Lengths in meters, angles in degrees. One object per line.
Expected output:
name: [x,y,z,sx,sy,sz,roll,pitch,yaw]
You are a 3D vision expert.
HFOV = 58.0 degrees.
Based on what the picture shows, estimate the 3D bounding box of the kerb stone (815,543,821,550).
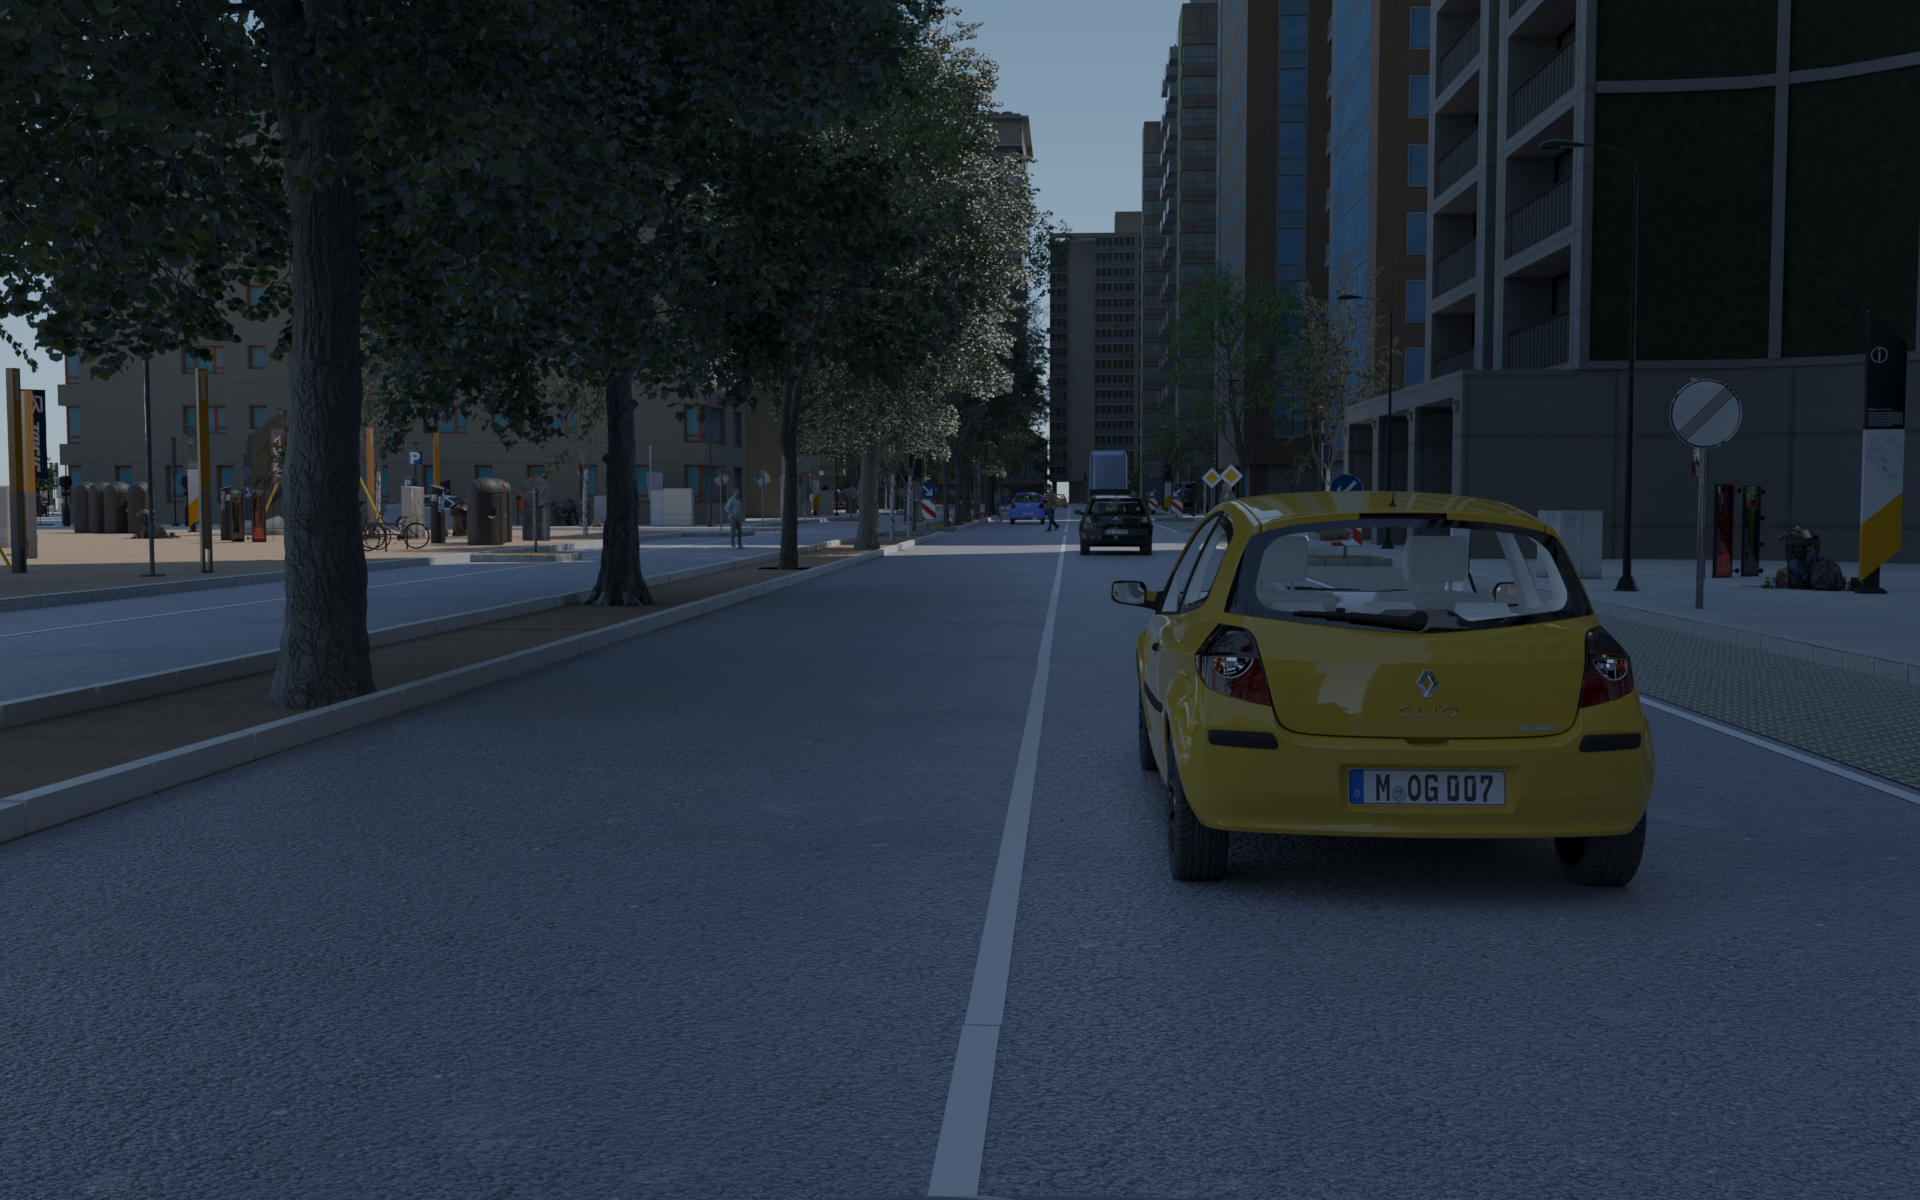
kerb stone: [-3.705,-1.317,43.733,0.120,0.150,1.000,0,4,4]

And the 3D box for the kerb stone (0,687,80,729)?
kerb stone: [-5.840,0.683,11.021,0.120,0.150,1.000,0,4,4]

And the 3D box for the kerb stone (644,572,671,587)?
kerb stone: [-4.788,-0.317,27.378,0.120,0.150,1.000,0,4,4]

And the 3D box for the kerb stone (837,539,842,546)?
kerb stone: [-3.448,-1.567,47.819,0.120,0.150,1.000,0,4,4]

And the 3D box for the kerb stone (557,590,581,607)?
kerb stone: [-5.107,0.005,22.258,0.120,0.150,1.000,0,4,4]

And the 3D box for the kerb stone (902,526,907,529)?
kerb stone: [-2.091,-2.851,68.814,0.120,0.150,1.000,0,4,4]

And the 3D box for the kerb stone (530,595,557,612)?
kerb stone: [-5.177,0.059,21.238,0.120,0.150,1.000,0,4,4]

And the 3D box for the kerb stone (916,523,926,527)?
kerb stone: [-1.688,-3.227,74.962,0.120,0.150,1.000,0,4,4]

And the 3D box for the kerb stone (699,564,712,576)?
kerb stone: [-4.578,-0.505,30.450,0.120,0.150,1.000,0,4,4]

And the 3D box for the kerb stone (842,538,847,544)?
kerb stone: [-3.382,-1.627,48.839,0.120,0.150,1.000,0,4,4]

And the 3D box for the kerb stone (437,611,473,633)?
kerb stone: [-5.370,0.247,18.177,0.120,0.150,1.000,0,4,4]

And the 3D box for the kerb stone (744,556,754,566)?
kerb stone: [-4.310,-0.751,34.546,0.120,0.150,1.000,0,4,4]

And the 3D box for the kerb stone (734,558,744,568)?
kerb stone: [-4.379,-0.689,33.513,0.120,0.150,1.000,0,4,4]

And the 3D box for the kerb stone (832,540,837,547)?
kerb stone: [-3.524,-1.503,46.797,0.120,0.150,1.000,0,4,4]

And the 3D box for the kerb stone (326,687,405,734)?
kerb stone: [-3.745,0.694,10.841,0.120,0.150,1.000,0,4,4]

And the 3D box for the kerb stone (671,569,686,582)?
kerb stone: [-4.705,-0.374,28.397,0.120,0.150,1.000,0,4,4]

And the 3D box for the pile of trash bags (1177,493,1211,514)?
pile of trash bags: [15.026,-6.282,112.470,1.912,1.369,3.447,-1,4,-22]

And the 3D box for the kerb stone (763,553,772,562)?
kerb stone: [-4.174,-0.880,36.585,0.120,0.150,1.000,0,4,4]

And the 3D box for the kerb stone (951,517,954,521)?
kerb stone: [-0.362,-4.476,95.480,0.120,0.150,1.000,0,4,4]

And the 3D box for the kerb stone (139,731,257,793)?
kerb stone: [-3.881,0.819,8.798,0.120,0.150,1.000,0,4,4]

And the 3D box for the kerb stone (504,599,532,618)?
kerb stone: [-5.246,0.125,20.217,0.120,0.150,1.000,0,4,4]

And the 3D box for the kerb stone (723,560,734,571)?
kerb stone: [-4.442,-0.627,32.493,0.120,0.150,1.000,0,4,4]

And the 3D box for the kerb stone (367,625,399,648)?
kerb stone: [-5.506,0.374,16.138,0.120,0.150,1.000,0,4,4]

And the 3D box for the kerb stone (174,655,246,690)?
kerb stone: [-5.700,0.559,13.063,0.120,0.150,1.000,0,4,4]

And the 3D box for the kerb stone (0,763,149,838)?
kerb stone: [-3.944,0.882,7.774,0.120,0.150,1.000,0,4,4]

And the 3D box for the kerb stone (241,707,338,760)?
kerb stone: [-3.812,0.757,9.821,0.120,0.150,1.000,0,4,4]

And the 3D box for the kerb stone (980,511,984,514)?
kerb stone: [1.764,-6.484,128.208,0.120,0.150,1.000,0,4,4]

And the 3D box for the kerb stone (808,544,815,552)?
kerb stone: [-3.781,-1.250,42.714,0.120,0.150,1.000,0,4,4]

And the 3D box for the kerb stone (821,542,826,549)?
kerb stone: [-3.649,-1.378,44.753,0.120,0.150,1.000,0,4,4]

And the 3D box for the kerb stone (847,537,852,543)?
kerb stone: [-3.316,-1.691,49.859,0.120,0.150,1.000,0,4,4]

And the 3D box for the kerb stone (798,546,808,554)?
kerb stone: [-3.849,-1.190,41.694,0.120,0.150,1.000,0,4,4]

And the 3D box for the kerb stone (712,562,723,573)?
kerb stone: [-4.506,-0.567,31.473,0.120,0.150,1.000,0,4,4]

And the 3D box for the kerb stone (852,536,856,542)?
kerb stone: [-3.250,-1.750,50.890,0.120,0.150,1.000,0,4,4]

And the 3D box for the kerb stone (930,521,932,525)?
kerb stone: [-1.490,-3.415,78.025,0.120,0.150,1.000,0,4,4]

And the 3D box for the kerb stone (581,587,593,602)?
kerb stone: [-5.041,-0.063,23.290,0.120,0.150,1.000,0,4,4]

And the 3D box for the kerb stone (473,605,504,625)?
kerb stone: [-5.306,0.188,19.197,0.120,0.150,1.000,0,4,4]

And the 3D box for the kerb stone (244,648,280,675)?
kerb stone: [-5.639,0.496,14.092,0.120,0.150,1.000,0,4,4]

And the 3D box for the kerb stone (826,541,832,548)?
kerb stone: [-3.585,-1.441,45.776,0.120,0.150,1.000,0,4,4]

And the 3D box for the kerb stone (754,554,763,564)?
kerb stone: [-4.241,-0.815,35.565,0.120,0.150,1.000,0,4,4]

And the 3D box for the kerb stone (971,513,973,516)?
kerb stone: [0.971,-5.731,115.927,0.120,0.150,1.000,0,4,4]

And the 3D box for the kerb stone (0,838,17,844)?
kerb stone: [-4.010,0.954,6.755,0.120,0.150,1.000,0,4,4]

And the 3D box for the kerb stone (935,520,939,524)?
kerb stone: [-1.229,-3.666,82.129,0.120,0.150,1.000,0,4,4]

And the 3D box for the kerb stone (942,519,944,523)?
kerb stone: [-1.027,-3.854,85.211,0.120,0.150,1.000,0,4,4]

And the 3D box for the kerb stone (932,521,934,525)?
kerb stone: [-1.420,-3.477,79.051,0.120,0.150,1.000,0,4,4]

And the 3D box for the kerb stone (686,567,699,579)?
kerb stone: [-4.645,-0.442,29.419,0.120,0.150,1.000,0,4,4]

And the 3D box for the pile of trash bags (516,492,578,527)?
pile of trash bags: [-16.745,-3.658,69.566,3.447,1.369,1.912,3,5,41]

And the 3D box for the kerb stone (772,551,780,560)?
kerb stone: [-4.109,-0.941,37.605,0.120,0.150,1.000,0,4,4]

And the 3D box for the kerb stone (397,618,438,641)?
kerb stone: [-5.440,0.308,17.157,0.120,0.150,1.000,0,4,4]

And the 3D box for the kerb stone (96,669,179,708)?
kerb stone: [-5.761,0.621,12.040,0.120,0.150,1.000,0,4,4]

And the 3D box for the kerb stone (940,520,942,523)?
kerb stone: [-1.090,-3.791,84.180,0.120,0.150,1.000,0,4,4]
